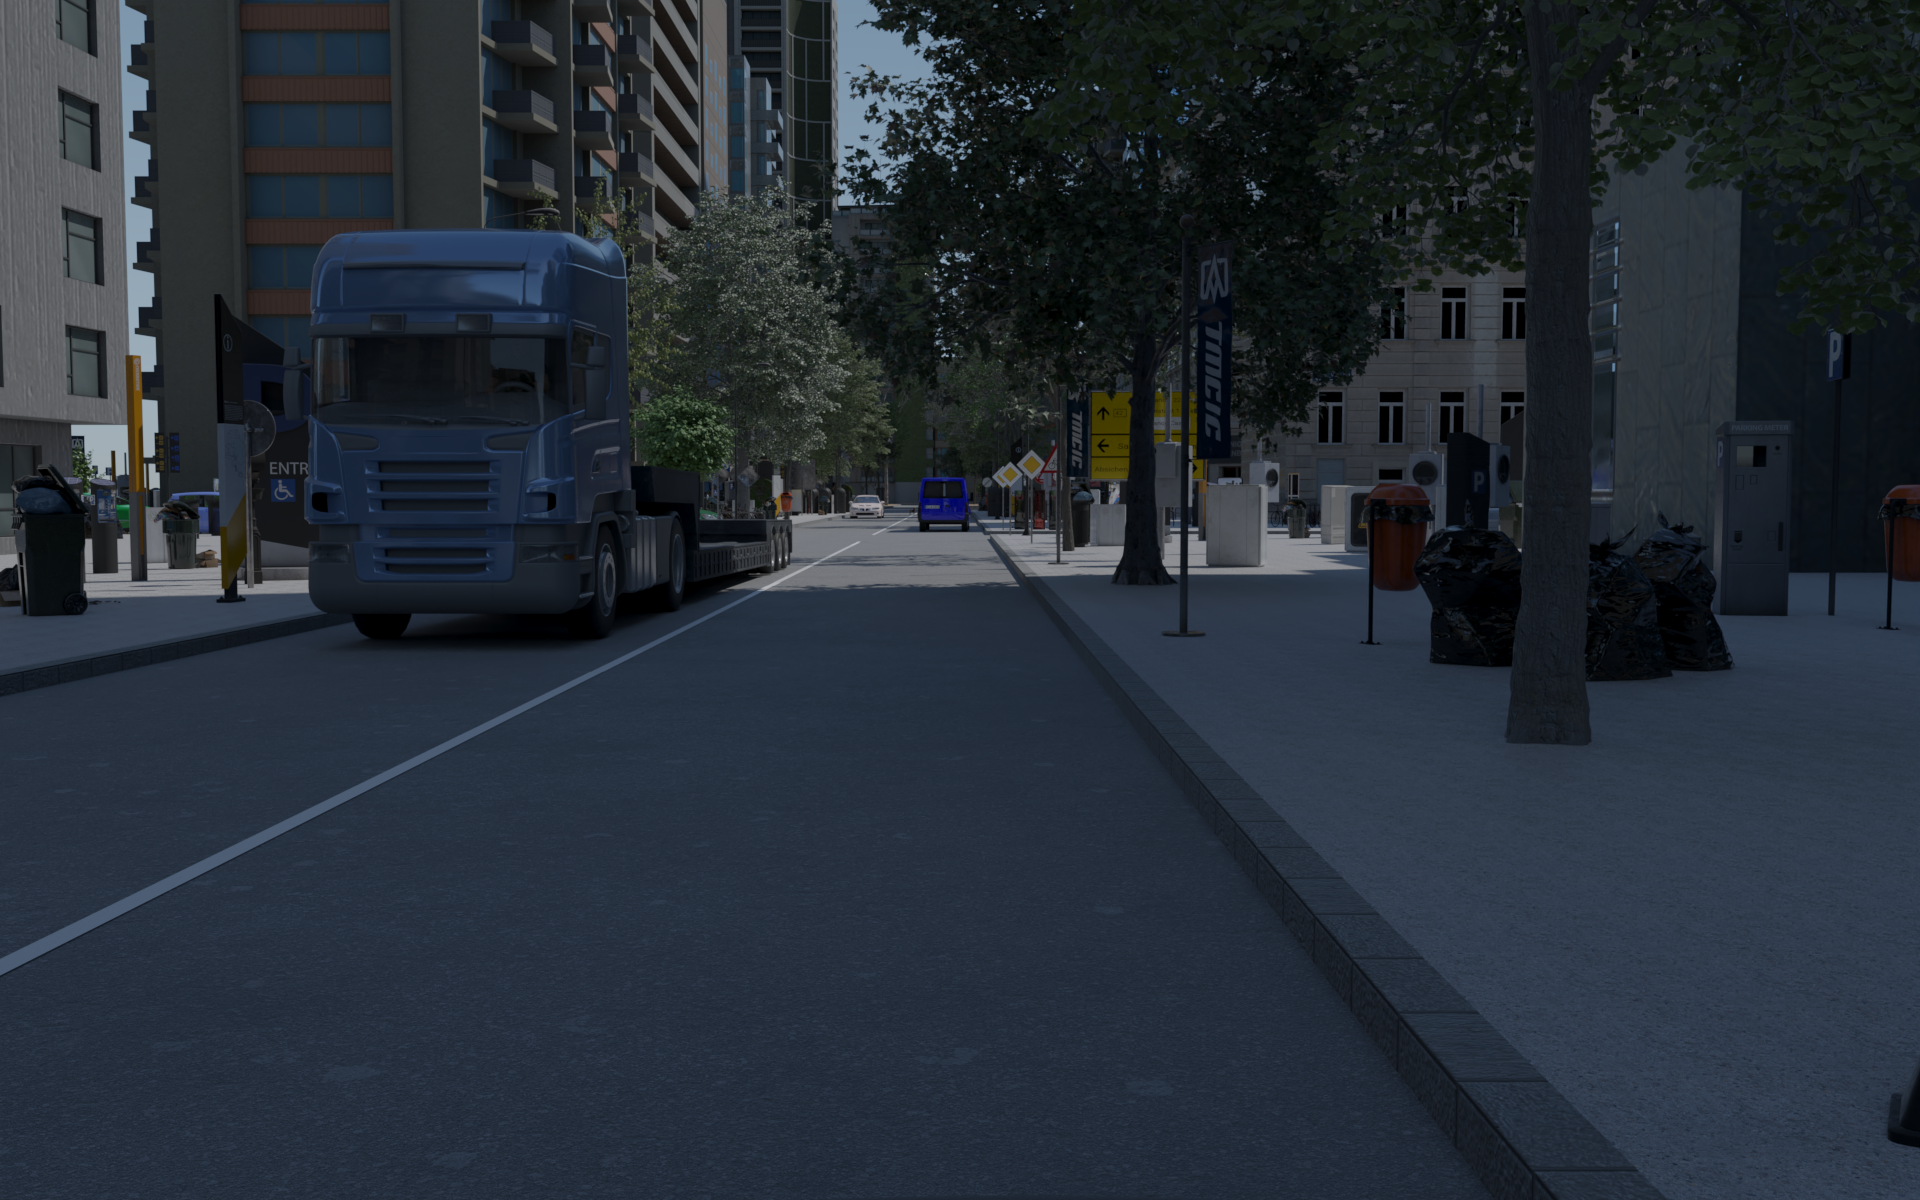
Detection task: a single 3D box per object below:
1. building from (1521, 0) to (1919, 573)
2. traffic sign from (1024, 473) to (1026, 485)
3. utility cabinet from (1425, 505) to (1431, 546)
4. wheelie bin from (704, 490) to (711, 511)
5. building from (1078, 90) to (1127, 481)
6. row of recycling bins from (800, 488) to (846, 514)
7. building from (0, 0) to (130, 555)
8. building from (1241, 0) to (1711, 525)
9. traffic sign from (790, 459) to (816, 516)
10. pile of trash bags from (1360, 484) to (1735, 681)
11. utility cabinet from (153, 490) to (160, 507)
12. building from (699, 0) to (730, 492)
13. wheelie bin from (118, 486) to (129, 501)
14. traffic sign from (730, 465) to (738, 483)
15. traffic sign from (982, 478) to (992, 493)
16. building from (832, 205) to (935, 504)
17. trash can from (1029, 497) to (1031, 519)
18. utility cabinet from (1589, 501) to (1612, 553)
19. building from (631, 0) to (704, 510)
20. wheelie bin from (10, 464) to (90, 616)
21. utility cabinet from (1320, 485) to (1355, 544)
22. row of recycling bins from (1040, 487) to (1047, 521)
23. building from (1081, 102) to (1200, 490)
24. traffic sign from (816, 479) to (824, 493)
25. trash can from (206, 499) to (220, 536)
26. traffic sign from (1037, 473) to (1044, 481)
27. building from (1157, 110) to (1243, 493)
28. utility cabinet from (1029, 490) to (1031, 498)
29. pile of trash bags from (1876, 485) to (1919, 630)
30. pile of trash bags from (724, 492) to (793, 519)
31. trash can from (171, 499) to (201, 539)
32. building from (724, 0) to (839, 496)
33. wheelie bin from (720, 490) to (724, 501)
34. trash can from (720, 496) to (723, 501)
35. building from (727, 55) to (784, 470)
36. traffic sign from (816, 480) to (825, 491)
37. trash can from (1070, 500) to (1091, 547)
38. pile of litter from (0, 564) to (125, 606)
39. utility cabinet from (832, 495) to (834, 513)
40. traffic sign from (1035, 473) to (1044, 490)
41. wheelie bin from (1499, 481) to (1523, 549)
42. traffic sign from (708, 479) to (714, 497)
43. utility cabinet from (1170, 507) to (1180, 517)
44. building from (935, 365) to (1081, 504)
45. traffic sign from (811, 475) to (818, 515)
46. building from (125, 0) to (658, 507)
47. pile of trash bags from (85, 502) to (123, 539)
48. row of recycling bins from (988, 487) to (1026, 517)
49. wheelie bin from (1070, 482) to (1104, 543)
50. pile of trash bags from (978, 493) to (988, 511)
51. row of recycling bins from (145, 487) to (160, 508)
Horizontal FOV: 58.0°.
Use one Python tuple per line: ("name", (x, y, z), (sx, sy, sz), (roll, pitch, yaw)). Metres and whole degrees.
("building", (23.731, -43.298, 20.591), (22.319, 86.520, 31.000), (0, 4, 0))
("traffic sign", (2.989, -4.911, 82.429), (0.606, 2.300, 0.079), (0, 4, 5))
("utility cabinet", (10.953, -1.810, 40.754), (1.020, 1.237, 0.306), (3, 5, 43))
("wheelie bin", (-17.895, -7.068, 123.476), (0.693, 1.594, 0.980), (-1, 4, -13))
("building", (23.669, -32.538, 186.625), (22.147, 44.769, 28.867), (0, 4, 0))
("row of recycling bins", (-9.209, -6.521, 113.725), (3.534, 1.692, 1.069), (1, 4, 8))
("building", (-26.102, -16.123, 35.320), (14.107, 30.474, 14.160), (0, 4, 0))
("building", (25.646, -17.123, 77.231), (25.104, 27.353, 12.463), (0, 4, 0))
("traffic sign", (-9.599, -6.588, 101.588), (2.265, 3.308, 0.079), (0, 4, 5))
("pile of trash bags", (4.330, -0.236, 13.618), (1.912, 1.369, 3.447), (-2, 4, -26))
("utility cabinet", (-45.374, -5.513, 98.810), (0.318, 1.500, 1.173), (2, 4, 31))
("building", (-26.979, -30.157, 143.171), (14.600, 45.320, 14.200), (0, 4, 0))
("wheelie bin", (-32.818, -3.706, 68.500), (0.980, 1.594, 0.693), (-1, 4, -20))
("traffic sign", (-9.804, -4.681, 76.646), (0.768, 2.556, 0.104), (0, 4, 8))
("traffic sign", (2.089, -8.131, 133.050), (0.768, 2.556, 0.104), (0, 4, 3))
("building", (-10.366, -33.885, 237.618), (14.086, 41.232, 14.154), (0, 4, 0))
("trash can", (3.741, -4.682, 88.211), (0.748, 1.137, 0.748), (0, 3, 0))
("utility cabinet", (5.794, -0.312, 16.271), (0.306, 1.237, 1.020), (3, 5, 40))
("building", (-29.897, -30.255, 118.378), (21.300, 48.544, 21.600), (0, 4, 0))
("wheelie bin", (-9.668, -0.641, 18.385), (0.693, 1.594, 0.980), (-3, 4, -38))
("utility cabinet", (9.704, -2.180, 44.329), (0.318, 1.500, 1.173), (3, 5, 44))
("row of recycling bins", (5.123, -5.326, 94.196), (1.069, 1.692, 3.534), (1, 4, 23))
("building", (23.339, -51.542, 155.381), (22.319, 86.520, 31.000), (0, 4, 0))
("traffic sign", (-10.218, -7.590, 125.278), (0.795, 2.450, 0.064), (0, 4, 3))
("trash can", (-22.733, -2.536, 53.121), (0.748, 1.137, 0.748), (0, 3, 0))
("traffic sign", (3.475, -4.185, 68.435), (0.884, 2.594, 0.081), (0, 4, 7))
("building", (21.588, -20.636, 113.815), (17.030, 29.872, 44.131), (0, 4, 0))
("utility cabinet", (4.144, -5.779, 103.168), (1.173, 1.500, 0.318), (2, 4, 31))
("pile of trash bags", (9.411, -0.327, 15.105), (1.912, 1.369, 3.447), (-1, 4, -15))
("pile of trash bags", (-9.606, -4.416, 81.960), (3.447, 1.369, 1.912), (0, 4, 4))
("trash can", (-21.075, -2.174, 47.202), (0.748, 1.137, 0.748), (0, 3, 0))
("building", (-27.723, -49.055, 240.293), (20.611, 71.187, 20.563), (0, 4, 0))
("wheelie bin", (-18.129, -7.635, 132.741), (0.980, 1.594, 0.693), (1, 4, 17))
("trash can", (-17.778, -7.070, 127.251), (0.748, 1.137, 0.748), (0, 3, 0))
("building", (-34.973, -34.856, 189.512), (30.456, 49.044, 23.786), (0, 4, 0))
("traffic sign", (-10.203, -7.620, 126.716), (0.606, 2.300, 0.079), (0, 4, 1))
("trash can", (2.797, -1.845, 41.821), (0.748, 1.137, 0.748), (0, 3, 0))
("pile of litter", (-10.769, -0.381, 20.195), (1.719, 0.858, 1.176), (1, 4, 9))
("utility cabinet", (-8.517, -6.478, 117.072), (0.306, 1.237, 1.020), (2, 4, 29))
("traffic sign", (3.952, -5.099, 83.481), (0.768, 2.556, 0.104), (0, 4, 4))
("wheelie bin", (13.084, -2.013, 40.813), (0.980, 1.594, 0.693), (-2, 4, -23))
("traffic sign", (-10.973, -4.693, 76.836), (0.768, 2.556, 0.104), (0, 4, 6))
("utility cabinet", (11.851, -5.252, 97.026), (1.020, 1.237, 0.306), (0, 4, 1))
("building", (11.110, -24.450, 244.796), (28.899, 21.520, 27.650), (0, 4, 0))
("traffic sign", (-9.215, -6.578, 107.650), (0.768, 2.556, 0.104), (0, 4, 4))
("building", (-27.324, -26.343, 85.328), (22.147, 44.769, 28.867), (0, 4, 0))
("pile of trash bags", (-25.693, -2.401, 49.004), (3.447, 1.369, 1.912), (-3, 5, -43))
("row of recycling bins", (2.781, -5.682, 100.009), (1.069, 1.692, 3.534), (2, 4, 33))
("wheelie bin", (3.125, -2.313, 45.725), (0.693, 1.594, 0.980), (-3, 5, -44))
("pile of trash bags", (2.221, -7.405, 130.816), (1.912, 1.369, 3.447), (0, 4, 5))
("row of recycling bins", (-61.992, -7.671, 132.534), (3.534, 1.692, 1.069), (0, 4, 5))
